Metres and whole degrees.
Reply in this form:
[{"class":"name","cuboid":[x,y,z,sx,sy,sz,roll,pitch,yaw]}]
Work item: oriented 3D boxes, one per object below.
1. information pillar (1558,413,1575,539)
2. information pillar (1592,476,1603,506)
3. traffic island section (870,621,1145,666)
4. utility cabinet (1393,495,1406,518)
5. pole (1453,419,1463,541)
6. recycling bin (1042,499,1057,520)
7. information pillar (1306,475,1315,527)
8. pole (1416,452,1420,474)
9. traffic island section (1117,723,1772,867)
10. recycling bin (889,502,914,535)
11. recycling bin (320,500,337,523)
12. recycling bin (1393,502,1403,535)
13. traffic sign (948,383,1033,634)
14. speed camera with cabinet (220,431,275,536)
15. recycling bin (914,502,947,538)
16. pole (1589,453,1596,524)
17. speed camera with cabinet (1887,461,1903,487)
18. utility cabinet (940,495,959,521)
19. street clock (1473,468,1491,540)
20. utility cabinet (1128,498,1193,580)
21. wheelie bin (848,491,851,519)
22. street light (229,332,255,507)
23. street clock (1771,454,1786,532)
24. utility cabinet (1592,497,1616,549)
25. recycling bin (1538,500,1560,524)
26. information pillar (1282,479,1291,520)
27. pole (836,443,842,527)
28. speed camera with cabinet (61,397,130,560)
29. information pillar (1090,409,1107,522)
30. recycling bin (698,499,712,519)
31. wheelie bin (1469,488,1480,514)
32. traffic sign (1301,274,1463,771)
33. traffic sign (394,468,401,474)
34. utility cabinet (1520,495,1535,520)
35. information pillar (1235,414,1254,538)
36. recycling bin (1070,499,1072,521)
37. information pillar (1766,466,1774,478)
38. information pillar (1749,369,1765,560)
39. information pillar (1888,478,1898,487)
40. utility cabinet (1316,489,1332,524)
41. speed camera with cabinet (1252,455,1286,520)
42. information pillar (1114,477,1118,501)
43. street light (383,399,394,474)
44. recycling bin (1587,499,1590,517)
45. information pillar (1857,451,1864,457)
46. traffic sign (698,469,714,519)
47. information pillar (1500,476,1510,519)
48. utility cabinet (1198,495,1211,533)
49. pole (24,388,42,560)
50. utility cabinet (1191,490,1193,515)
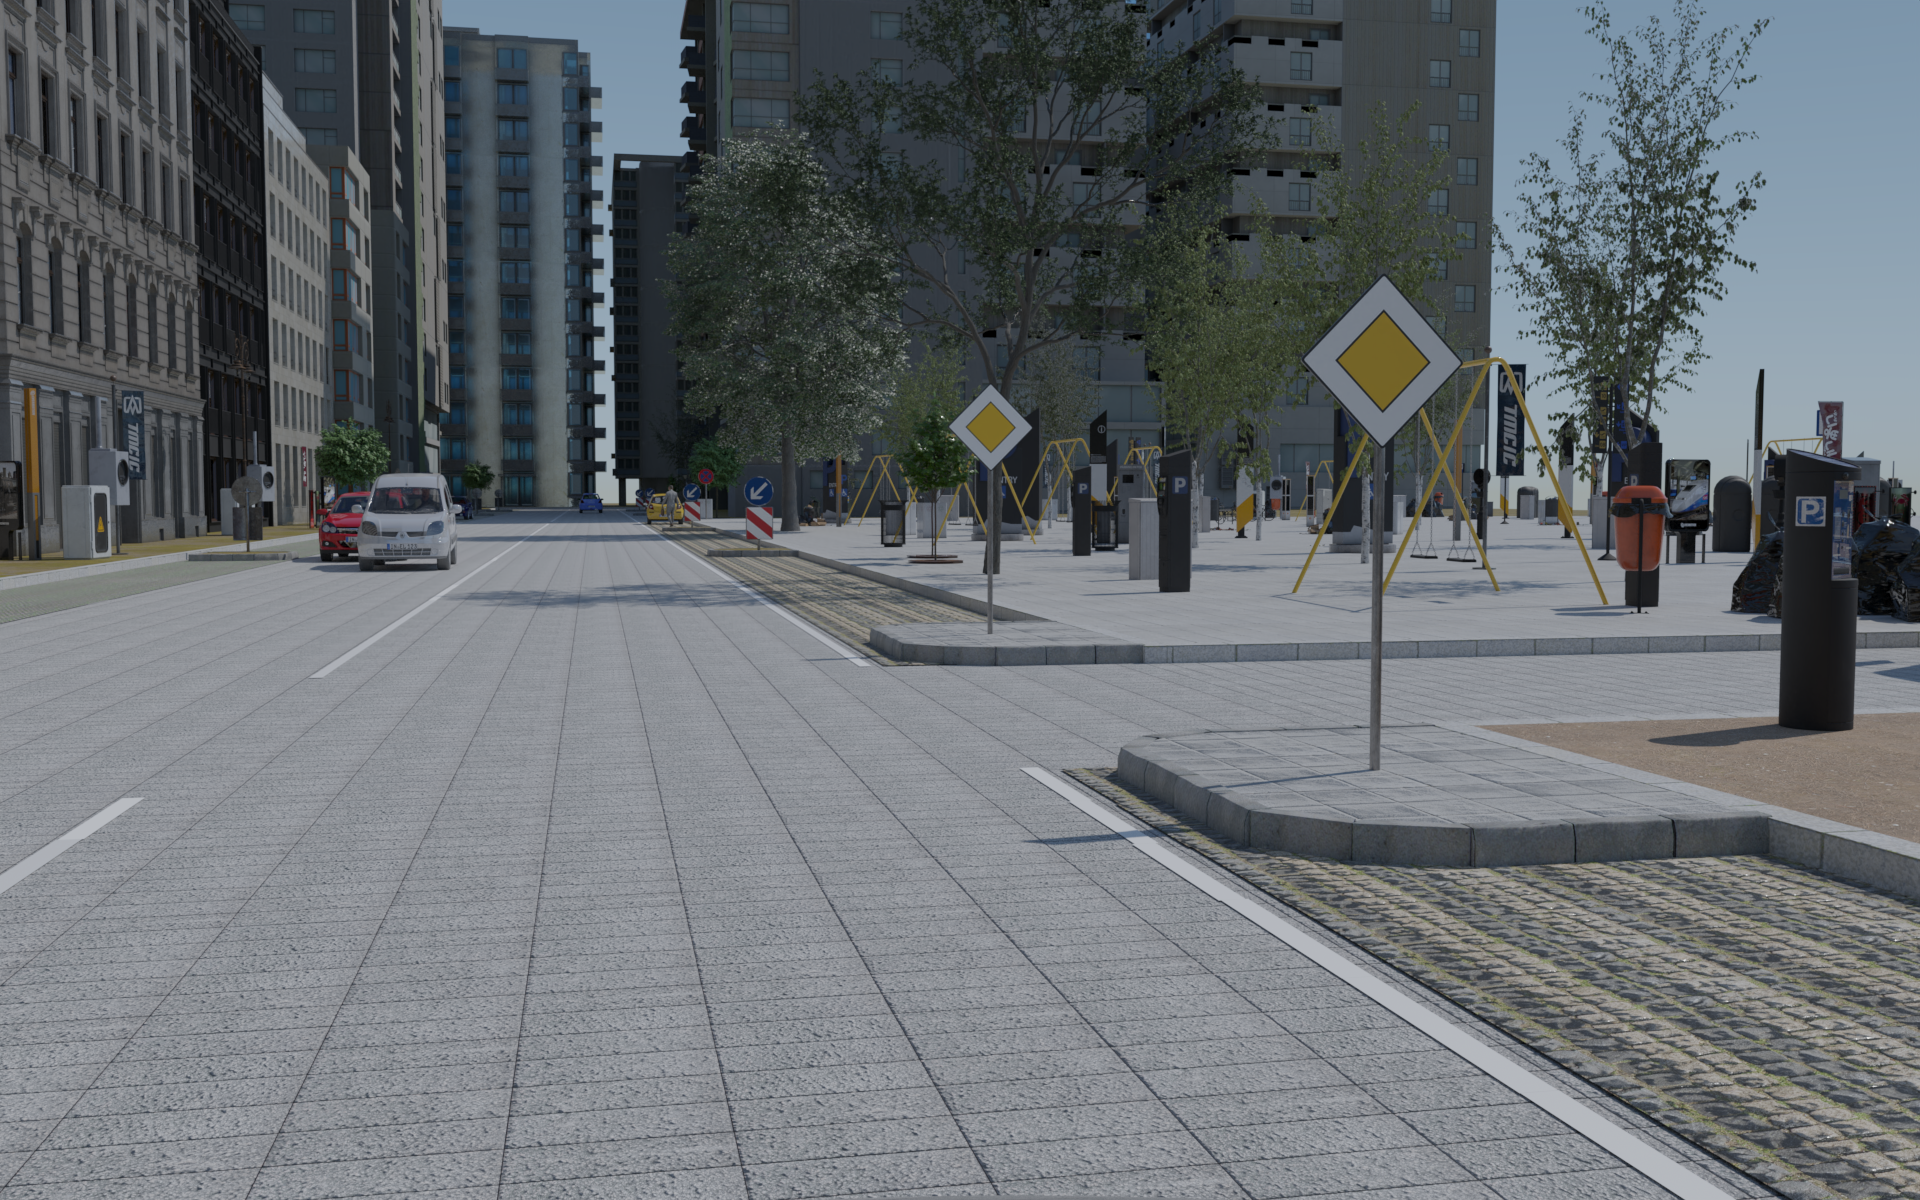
[{"class":"information pillar","cuboid":[17.553,-3.594,50.119,0.183,3.616,0.504,-2,4,-28]},{"class":"information pillar","cuboid":[25.622,-3.983,69.621,0.304,2.012,0.304,-3,5,-44]},{"class":"traffic island section","cuboid":[0.294,0.391,15.888,2.009,0.180,2.903,-1,4,-12]},{"class":"utility cabinet","cuboid":[23.846,-5.098,94.513,1.020,1.237,0.306,-1,4,-23]},{"class":"pole","cuboid":[13.634,-3.279,47.452,0.158,3.312,0.155,0,3,0]},{"class":"recycling bin","cuboid":[4.297,-4.417,84.771,0.722,1.027,0.722,-2,4,-27]},{"class":"information pillar","cuboid":[13.706,-3.867,67.721,0.304,2.012,0.304,1,4,13]},{"class":"pole","cuboid":[22.364,-5.550,84.589,0.158,3.312,0.155,0,3,0]},{"class":"traffic island section","cuboid":[1.948,0.869,8.076,2.009,0.180,2.903,-1,4,-12]},{"class":"recycling bin","cuboid":[-1.845,-2.539,54.066,0.722,1.027,0.722,2,4,32]},{"class":"recycling bin","cuboid":[-27.345,-3.836,75.272,0.722,1.027,0.722,-2,4,-35]},{"class":"recycling bin","cuboid":[13.646,-2.600,55.071,0.722,1.027,0.722,2,4,30]},{"class":"traffic sign","cuboid":[0.273,-0.744,15.806,0.795,2.450,0.064,-1,4,-12]},{"class":"speed camera with cabinet","cuboid":[-22.224,-3.652,54.045,0.660,3.252,2.038,1,4,12]},{"class":"recycling bin","cuboid":[-0.820,-2.320,50.486,0.722,1.027,0.722,-1,4,-18]},{"class":"pole","cuboid":[26.805,-4.862,73.343,0.158,3.312,0.155,0,3,0]},{"class":"speed camera with cabinet","cuboid":[54.997,-6.657,103.181,2.038,3.252,0.660,0,4,-1]},{"class":"utility cabinet","cuboid":[-0.577,-4.377,82.730,1.020,1.237,0.306,1,4,10]},{"class":"street clock","cuboid":[14.715,-2.709,48.867,0.358,2.002,0.471,-2,4,-26]},{"class":"utility cabinet","cuboid":[3.032,-0.915,26.120,1.020,1.237,0.306,-2,4,-33]},{"class":"wheelie bin","cuboid":[-5.294,-4.275,77.810,0.980,1.594,0.693,2,4,32]},{"class":"street light","cuboid":[-20.458,-4.690,49.468,0.468,5.910,1.993,-1,4,-12]},{"class":"street clock","cuboid":[14.998,-1.655,31.623,0.358,2.002,0.471,2,4,34]},{"class":"utility cabinet","cuboid":[15.338,-1.794,40.496,1.020,1.237,0.306,2,4,28]},{"class":"recycling bin","cuboid":[25.752,-3.863,75.721,0.722,1.027,0.722,0,4,-2]},{"class":"information pillar","cuboid":[15.948,-4.905,84.689,0.304,2.012,0.304,-2,4,-27]},{"class":"pole","cuboid":[-4.719,-4.498,67.389,0.158,3.312,0.155,0,3,0]},{"class":"speed camera with cabinet","cuboid":[-17.278,-2.465,34.641,0.660,3.252,2.038,0,4,-6]},{"class":"information pillar","cuboid":[3.832,-3.457,47.875,0.504,3.616,0.183,0,4,3]},{"class":"recycling bin","cuboid":[-12.995,-4.629,88.238,0.722,1.027,0.722,-1,4,-10]},{"class":"wheelie bin","cuboid":[27.767,-5.218,93.228,0.693,1.594,0.980,0,4,3]},{"class":"traffic sign","cuboid":[1.927,-0.266,7.994,0.795,2.450,0.064,-1,4,-12]},{"class":"traffic sign","cuboid":[-28.028,-5.284,86.402,0.884,2.594,0.081,0,4,-7]},{"class":"utility cabinet","cuboid":[28.683,-4.672,87.551,0.306,1.237,1.020,0,4,-7]},{"class":"information pillar","cuboid":[8.244,-3.597,50.173,0.504,3.616,0.183,0,4,-4]},{"class":"recycling bin","cuboid":[5.617,-4.254,82.113,0.722,1.027,0.722,1,4,19]},{"class":"information pillar","cuboid":[21.239,-2.492,45.238,0.304,2.012,0.304,3,5,39]},{"class":"information pillar","cuboid":[15.037,-2.525,32.643,0.183,3.616,0.504,1,4,17]},{"class":"information pillar","cuboid":[42.107,-4.508,78.200,0.304,2.012,0.304,-1,4,-14]},{"class":"utility cabinet","cuboid":[15.442,-3.958,73.394,0.318,1.500,1.173,2,4,29]},{"class":"speed camera with cabinet","cuboid":[15.296,-5.670,87.044,2.038,3.252,0.660,2,4,24]},{"class":"information pillar","cuboid":[6.746,-4.220,73.487,0.304,2.012,0.304,3,5,43]},{"class":"street light","cuboid":[-27.844,-6.839,84.600,0.468,5.910,1.993,-1,4,-12]},{"class":"recycling bin","cuboid":[35.831,-5.211,97.746,0.722,1.027,0.722,1,4,14]},{"class":"information pillar","cuboid":[48.810,-6.282,94.059,0.504,3.616,0.183,0,4,-4]},{"class":"traffic sign","cuboid":[-12.810,-5.338,87.385,0.768,2.556,0.104,0,4,-6]},{"class":"information pillar","cuboid":[28.296,-6.029,89.930,0.504,3.616,0.183,-1,4,-14]},{"class":"utility cabinet","cuboid":[8.214,-2.871,58.107,0.306,1.237,1.020,0,4,2]},{"class":"pole","cuboid":[-17.925,-2.424,33.472,0.158,3.312,0.155,0,3,0]},{"class":"utility cabinet","cuboid":[11.325,-4.820,87.486,1.173,1.500,0.318,-1,4,-18]}]
